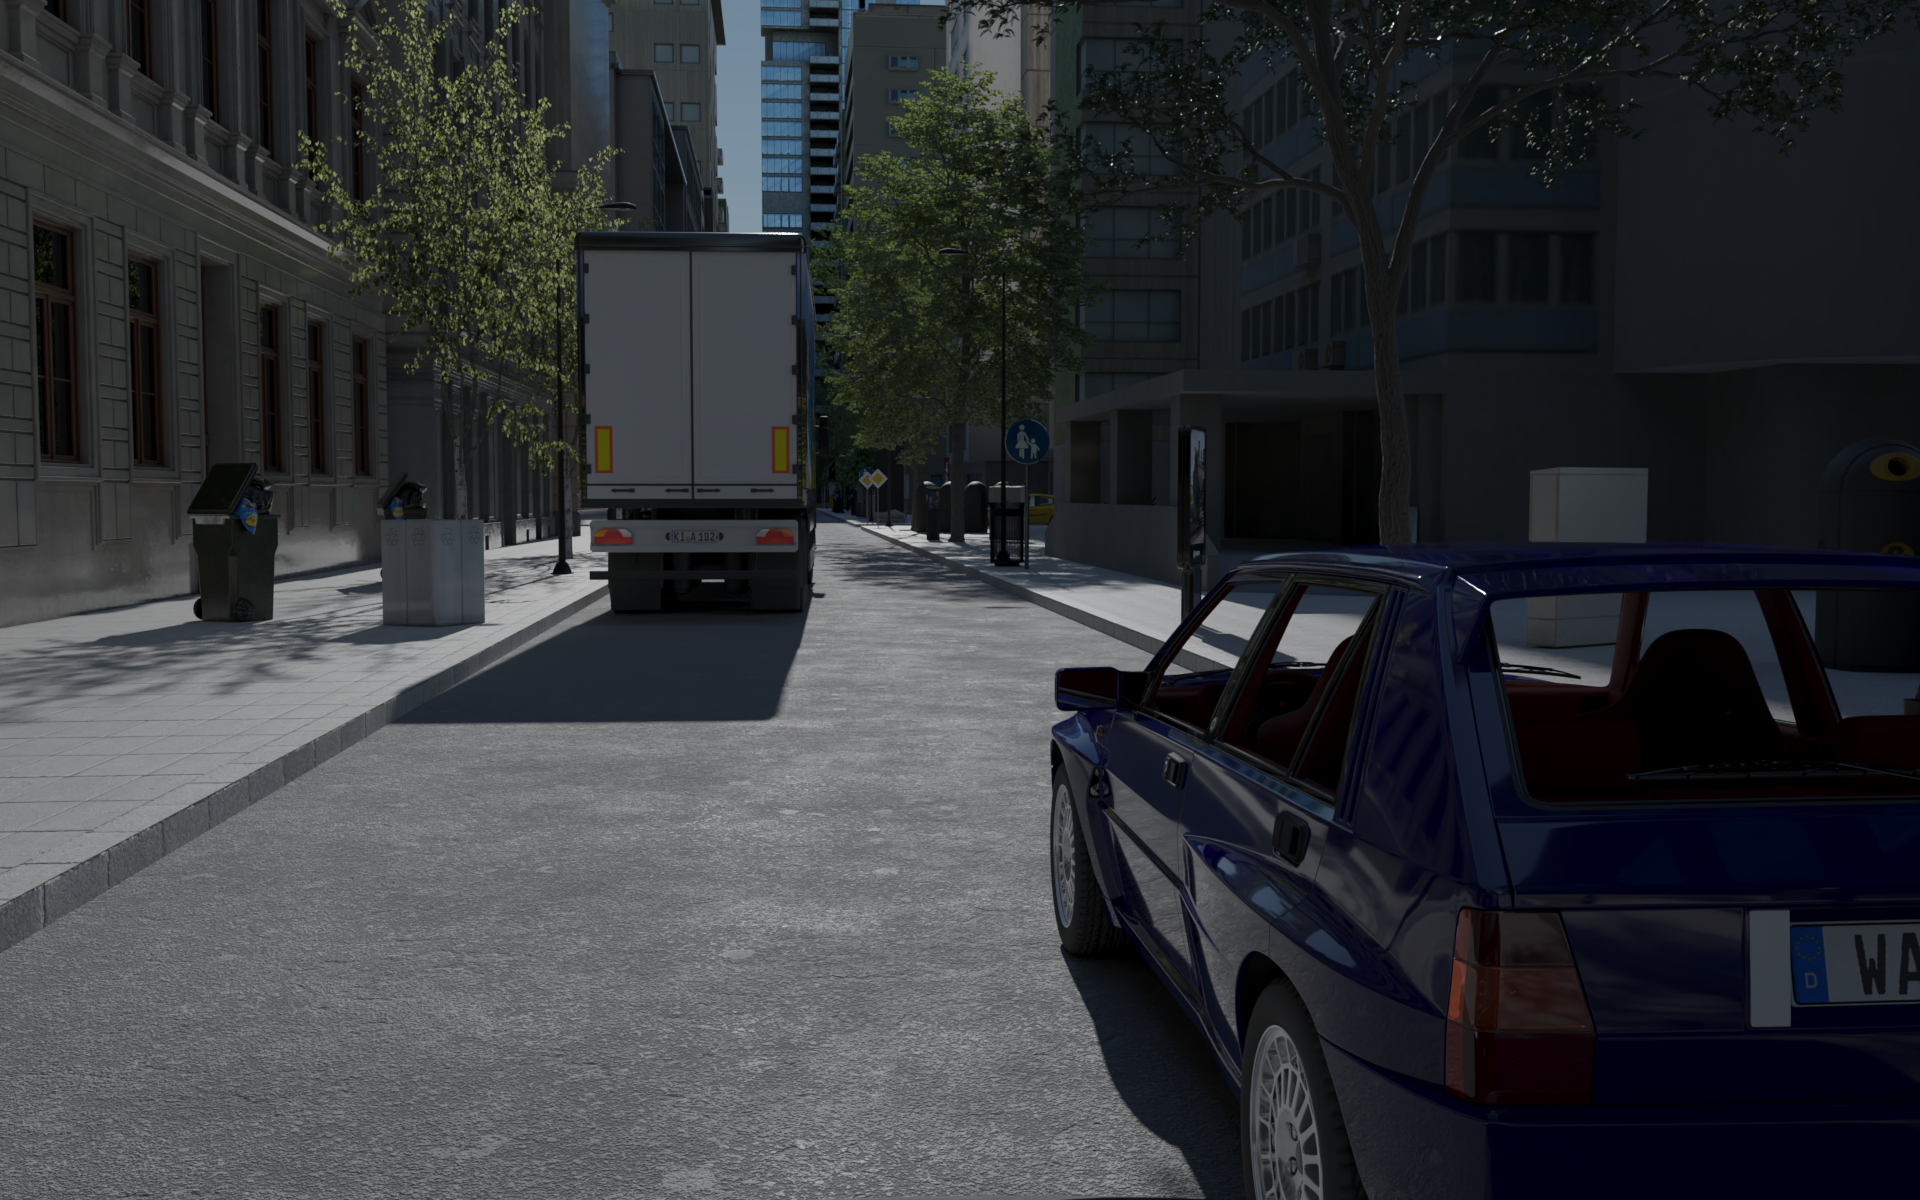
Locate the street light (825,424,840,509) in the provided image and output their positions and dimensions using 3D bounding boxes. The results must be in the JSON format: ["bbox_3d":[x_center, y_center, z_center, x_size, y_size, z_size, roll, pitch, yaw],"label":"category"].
[{"bbox_3d":[-8.327,-8.709,114.936,1.470,5.913,1.316,0,4,-6],"label":"street light"}]

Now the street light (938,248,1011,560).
[{"bbox_3d":[0.290,-3.695,32.951,1.470,5.913,1.316,0,4,-6],"label":"street light"}]

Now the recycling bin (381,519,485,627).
[{"bbox_3d":[-5.196,-0.278,17.094,0.722,1.027,0.722,2,4,26],"label":"recycling bin"}]

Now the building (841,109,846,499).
[{"bbox_3d":[-5.907,-30.843,187.881,14.154,41.232,14.086,0,4,-6],"label":"building"}]

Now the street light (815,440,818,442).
[{"bbox_3d":[-12.074,-10.855,150.014,1.470,5.913,1.316,0,4,-6],"label":"street light"}]

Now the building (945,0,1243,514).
[{"bbox_3d":[6.828,-24.582,85.514,14.086,41.232,14.154,0,4,-6],"label":"building"}]

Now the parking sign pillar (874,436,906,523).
[{"bbox_3d":[-3.173,-5.477,78.027,1.447,3.967,1.447,0,4,-1],"label":"parking sign pillar"}]

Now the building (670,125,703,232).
[{"bbox_3d":[-25.065,-19.831,117.741,14.314,27.812,24.014,0,4,-6],"label":"building"}]

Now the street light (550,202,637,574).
[{"bbox_3d":[-5.849,-3.373,27.688,1.470,5.913,1.316,0,4,-6],"label":"street light"}]

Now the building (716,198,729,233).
[{"bbox_3d":[-39.065,-34.084,240.859,14.086,41.232,14.154,0,4,-6],"label":"building"}]

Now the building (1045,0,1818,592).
[{"bbox_3d":[18.530,-20.682,30.025,32.217,40.220,23.993,0,4,-6],"label":"building"}]

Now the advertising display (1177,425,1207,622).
[{"bbox_3d":[2.222,-0.695,16.583,0.123,1.923,0.974,1,4,17],"label":"advertising display"}]

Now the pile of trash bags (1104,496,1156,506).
[{"bbox_3d":[4.919,-2.076,43.689,3.447,1.369,1.912,1,4,11],"label":"pile of trash bags"}]

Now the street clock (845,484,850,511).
[{"bbox_3d":[-8.302,-7.542,127.886,0.358,2.002,0.471,0,4,4],"label":"street clock"}]

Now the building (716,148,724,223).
[{"bbox_3d":[-43.895,-36.043,208.904,30.456,49.044,23.786,0,4,-6],"label":"building"}]

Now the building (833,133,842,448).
[{"bbox_3d":[-3.897,-36.122,210.206,23.786,49.044,30.456,0,4,-6],"label":"building"}]

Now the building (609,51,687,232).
[{"bbox_3d":[-22.223,-16.618,90.763,14.314,24.678,30.058,0,4,-6],"label":"building"}]

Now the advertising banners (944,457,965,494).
[{"bbox_3d":[-0.283,-5.246,81.954,0.090,3.025,2.074,-2,4,-27],"label":"advertising banners"}]

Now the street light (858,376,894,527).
[{"bbox_3d":[-3.335,-5.841,68.043,1.470,5.913,1.316,0,4,-6],"label":"street light"}]

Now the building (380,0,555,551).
[{"bbox_3d":[-15.794,-11.773,41.644,9.793,20.994,18.267,0,4,-6],"label":"building"}]

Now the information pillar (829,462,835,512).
[{"bbox_3d":[-9.194,-8.158,124.737,0.504,3.616,0.183,1,4,21],"label":"information pillar"}]

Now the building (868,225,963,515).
[{"bbox_3d":[8.041,-17.014,123.221,27.650,21.520,28.899,0,4,-6],"label":"building"}]

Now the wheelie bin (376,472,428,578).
[{"bbox_3d":[-8.105,-1.059,25.219,0.693,1.594,0.980,-2,4,-27],"label":"wheelie bin"}]

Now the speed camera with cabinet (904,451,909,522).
[{"bbox_3d":[-3.029,-5.249,80.150,0.660,3.252,2.038,-2,4,-26],"label":"speed camera with cabinet"}]

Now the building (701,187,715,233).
[{"bbox_3d":[-29.293,-23.498,155.897,14.160,30.474,14.107,0,4,-6],"label":"building"}]

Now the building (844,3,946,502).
[{"bbox_3d":[-0.214,-33.411,169.972,21.300,48.544,21.600,0,4,-6],"label":"building"}]

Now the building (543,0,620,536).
[{"bbox_3d":[-21.883,-16.596,57.250,20.117,28.700,13.634,0,4,-6],"label":"building"}]

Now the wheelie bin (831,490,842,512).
[{"bbox_3d":[-8.588,-6.969,121.858,0.980,1.594,0.693,1,4,12],"label":"wheelie bin"}]

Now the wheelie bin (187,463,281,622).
[{"bbox_3d":[-7.370,-0.593,17.607,0.980,1.594,0.693,2,4,28],"label":"wheelie bin"}]

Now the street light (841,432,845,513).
[{"bbox_3d":[-4.628,-6.561,79.811,1.470,5.913,1.316,0,4,-6],"label":"street light"}]

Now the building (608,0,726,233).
[{"bbox_3d":[-38.358,-35.862,175.580,28.713,52.752,27.495,0,4,-6],"label":"building"}]

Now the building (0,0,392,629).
[{"bbox_3d":[-14.766,-11.357,21.843,11.583,22.565,21.152,0,4,-6],"label":"building"}]
